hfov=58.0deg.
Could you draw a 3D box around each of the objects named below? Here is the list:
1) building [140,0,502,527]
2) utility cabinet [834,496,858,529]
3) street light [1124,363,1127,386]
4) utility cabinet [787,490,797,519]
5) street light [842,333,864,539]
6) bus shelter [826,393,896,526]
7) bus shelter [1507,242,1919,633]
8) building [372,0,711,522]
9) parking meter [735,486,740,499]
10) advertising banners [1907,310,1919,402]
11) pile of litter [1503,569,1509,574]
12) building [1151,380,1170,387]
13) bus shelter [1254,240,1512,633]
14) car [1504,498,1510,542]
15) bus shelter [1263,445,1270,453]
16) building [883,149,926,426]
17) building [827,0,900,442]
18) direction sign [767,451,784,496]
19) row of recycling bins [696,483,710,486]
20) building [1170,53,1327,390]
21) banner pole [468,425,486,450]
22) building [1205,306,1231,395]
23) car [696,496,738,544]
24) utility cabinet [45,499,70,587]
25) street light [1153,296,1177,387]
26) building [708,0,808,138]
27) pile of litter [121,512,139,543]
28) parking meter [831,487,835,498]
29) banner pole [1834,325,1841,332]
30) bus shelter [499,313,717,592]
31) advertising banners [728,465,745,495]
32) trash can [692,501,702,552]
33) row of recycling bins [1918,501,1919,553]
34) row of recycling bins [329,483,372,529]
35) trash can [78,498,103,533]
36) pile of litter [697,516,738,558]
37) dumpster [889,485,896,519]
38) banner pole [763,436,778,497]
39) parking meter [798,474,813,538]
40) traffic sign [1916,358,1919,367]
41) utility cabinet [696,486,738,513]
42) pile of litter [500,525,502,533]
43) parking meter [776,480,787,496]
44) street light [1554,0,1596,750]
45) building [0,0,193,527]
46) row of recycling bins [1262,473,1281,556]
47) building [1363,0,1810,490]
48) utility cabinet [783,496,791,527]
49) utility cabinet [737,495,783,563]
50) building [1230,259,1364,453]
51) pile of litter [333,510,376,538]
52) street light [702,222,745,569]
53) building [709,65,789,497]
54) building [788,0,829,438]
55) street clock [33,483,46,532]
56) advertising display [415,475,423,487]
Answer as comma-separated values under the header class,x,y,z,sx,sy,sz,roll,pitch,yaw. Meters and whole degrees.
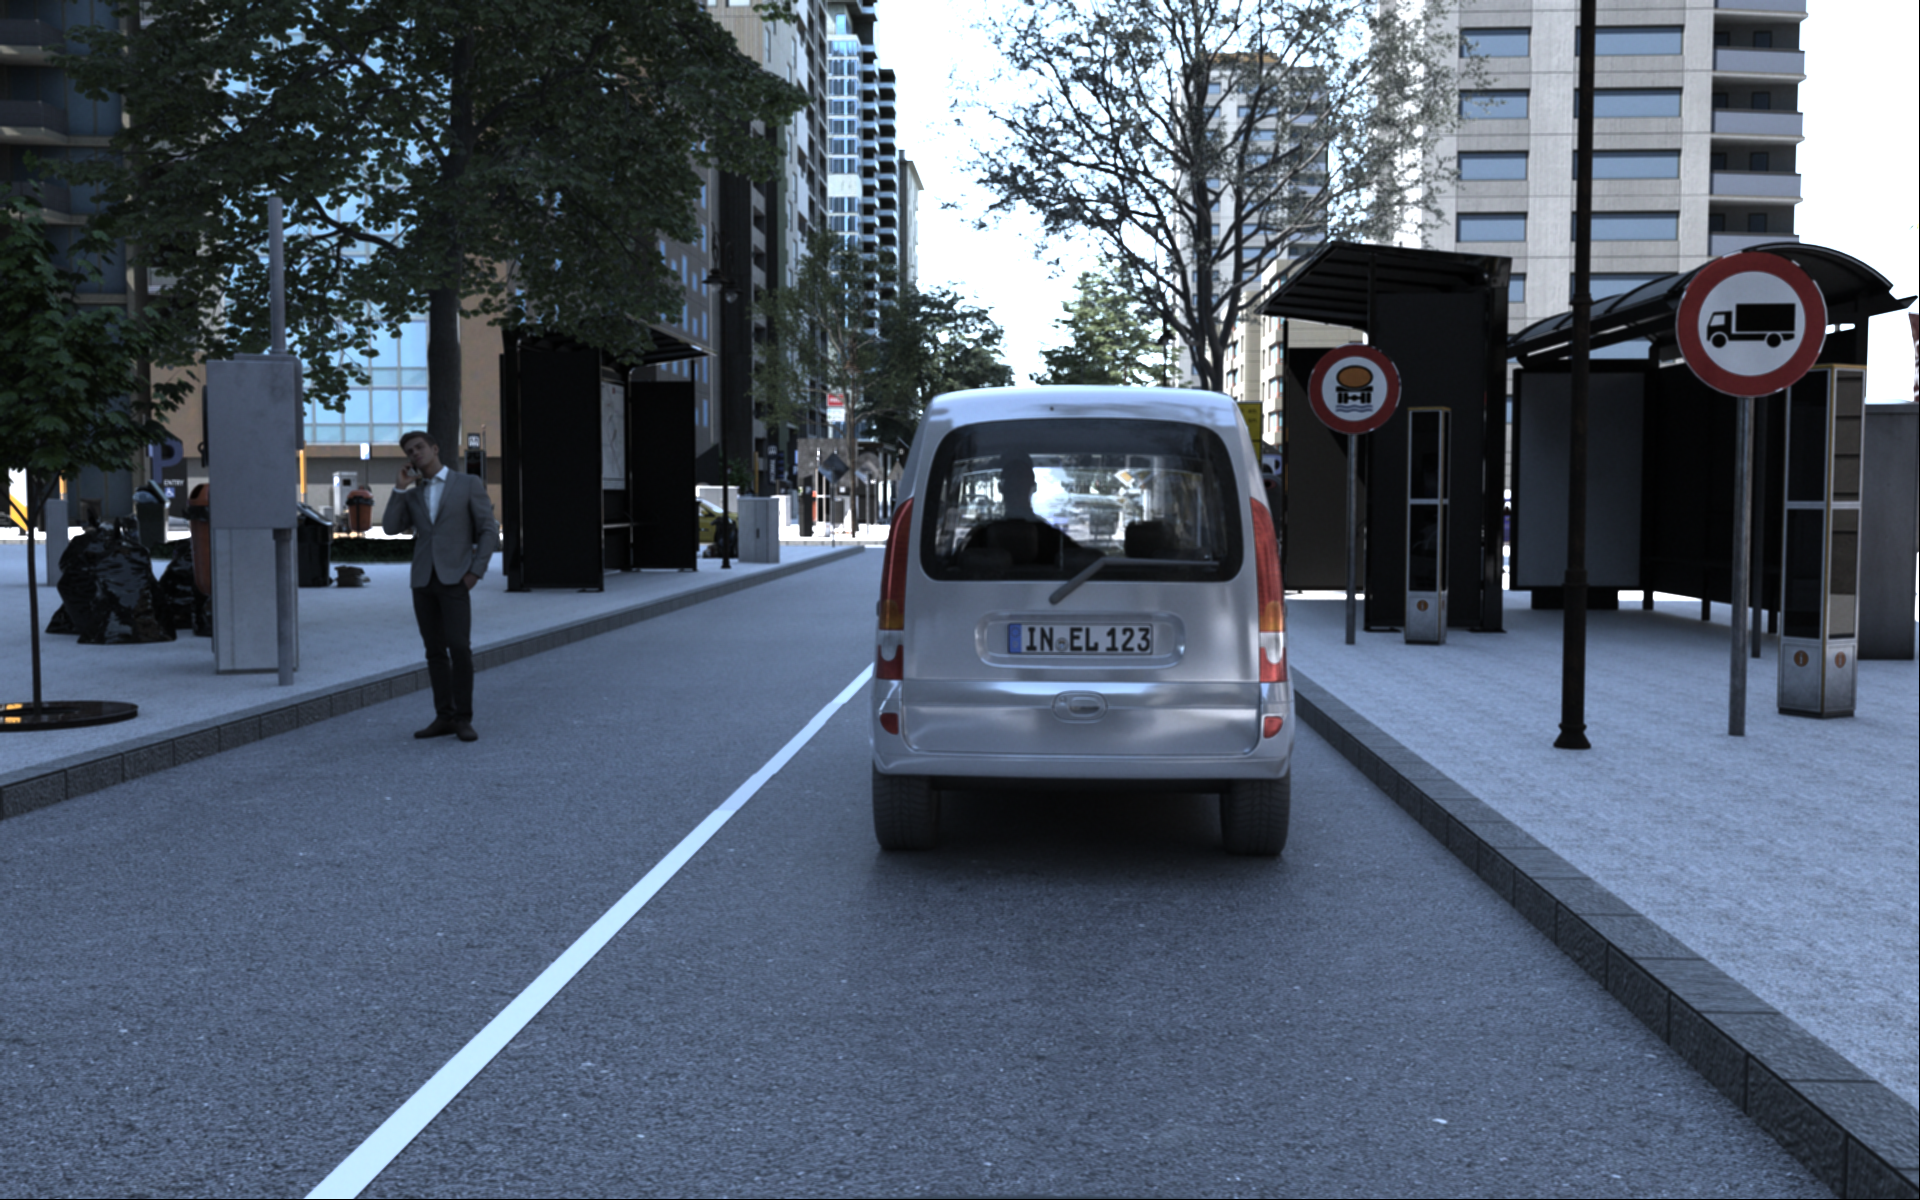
class,x,y,z,sx,sy,sz,roll,pitch,yaw
building,-23.692,-25.816,72.206,14.600,45.320,14.200,0,4,3
utility cabinet,-4.202,-3.217,63.757,1.020,1.237,0.306,3,5,42
street light,5.815,-5.399,61.055,0.468,5.910,1.993,0,4,3
utility cabinet,-8.904,-4.929,89.275,1.173,1.500,0.318,3,5,44
street light,-3.070,-4.712,49.823,0.468,5.910,1.993,0,4,3
bus shelter,-4.087,-5.735,71.401,2.179,5.291,8.768,0,4,3
bus shelter,6.793,-1.393,16.707,2.014,3.302,5.546,0,4,3
building,-21.917,-27.168,94.303,14.600,45.320,14.200,0,4,3
parking meter,-7.371,-2.948,56.618,0.372,1.533,0.369,0,3,0
advertising banners,9.857,-1.284,17.187,2.074,3.025,0.090,-3,4,-36
pile of litter,8.312,-0.883,28.407,1.176,0.858,1.719,-1,4,-16
building,43.821,-25.856,267.782,27.650,21.520,28.899,0,4,3
bus shelter,4.450,-1.701,19.099,1.731,3.624,6.357,0,4,3
car,14.090,-2.020,45.600,3.894,1.354,1.945,0,4,5
bus shelter,10.080,-4.292,64.090,2.014,3.302,5.546,0,4,3
building,-20.400,-41.508,267.886,28.713,52.752,27.495,0,4,3
building,-18.613,-56.532,236.964,22.319,86.520,31.000,0,4,3
direction sign,-9.633,-6.033,90.637,0.876,3.537,0.379,-1,4,-19
row of recycling bins,-10.810,-3.468,63.812,3.534,1.692,1.069,0,4,5
building,39.613,-42.589,238.329,21.231,58.520,28.212,0,4,3
banner pole,-17.465,-4.454,62.847,0.863,3.779,0.401,-3,5,-39
building,38.971,-19.894,170.305,27.650,21.520,28.899,0,4,3
car,-7.203,-2.189,46.019,3.980,1.641,2.015,0,4,3
utility cabinet,-12.743,-0.814,24.464,0.306,1.237,1.020,-2,4,-28
street light,4.764,-4.130,40.317,0.468,5.910,1.993,0,4,3
building,-26.957,-33.626,139.025,28.713,52.752,27.495,0,4,3
pile of litter,-19.906,-1.654,41.010,1.176,0.858,1.719,0,4,1
parking meter,-5.585,-4.262,75.397,0.255,1.863,0.399,-2,4,-24
banner pole,10.324,-1.892,20.954,0.863,3.779,0.401,3,5,43
bus shelter,-5.028,-2.103,25.670,1.731,3.624,6.357,0,4,3
advertising banners,-13.094,-6.571,103.616,2.074,3.025,0.090,1,4,8
trash can,-5.860,-1.544,36.904,0.748,1.137,0.748,0,3,0
row of recycling bins,22.409,-1.906,38.274,3.534,1.692,1.069,0,4,-6
row of recycling bins,-22.196,-3.419,63.008,1.069,1.692,3.534,0,4,-6
trash can,-28.933,-2.816,57.691,0.748,1.137,0.748,0,3,0
pile of litter,-4.673,-1.282,34.931,1.719,0.858,1.176,2,4,26
dumpster,-3.173,-5.199,90.766,1.264,1.857,1.865,0,4,3
banner pole,-8.249,-5.194,74.945,0.863,3.779,0.401,1,4,17
parking meter,-4.576,-2.786,51.260,0.399,1.863,0.255,-3,5,-43
traffic sign,4.429,-0.441,7.209,0.884,2.594,0.081,1,4,9
utility cabinet,-7.058,-2.545,50.288,1.173,1.500,0.318,-2,4,-27
pile of litter,-14.698,-2.622,56.840,1.719,0.858,1.176,1,4,10
parking meter,-7.156,-3.905,69.557,0.399,1.863,0.255,-2,4,-32
street light,3.104,-2.191,8.603,0.468,5.910,1.993,0,4,3
building,-45.126,-25.627,73.629,28.867,44.769,22.147,0,4,3
row of recycling bins,5.551,-1.648,34.063,3.534,1.692,1.069,0,4,-1
building,34.081,-34.040,98.559,21.231,58.520,28.212,0,4,3
utility cabinet,-6.927,-3.413,66.966,0.306,1.237,1.020,-3,4,-38
utility cabinet,-3.776,-1.300,32.421,0.306,1.237,1.020,-3,5,-40
building,37.781,-18.131,141.483,27.650,21.520,28.899,0,4,3
pile of litter,-17.646,-2.199,49.922,1.719,0.858,1.176,0,4,3
street light,-4.041,-3.483,29.738,0.468,5.910,1.993,0,4,3
building,-19.574,-21.106,116.777,14.160,30.474,14.107,0,4,3
building,-20.975,-44.291,162.403,20.563,71.187,20.611,0,4,3
street clock,-33.059,-3.529,62.270,0.471,2.002,0.358,1,4,13
advertising display,-17.801,-3.200,57.538,0.123,1.923,0.974,1,4,8
